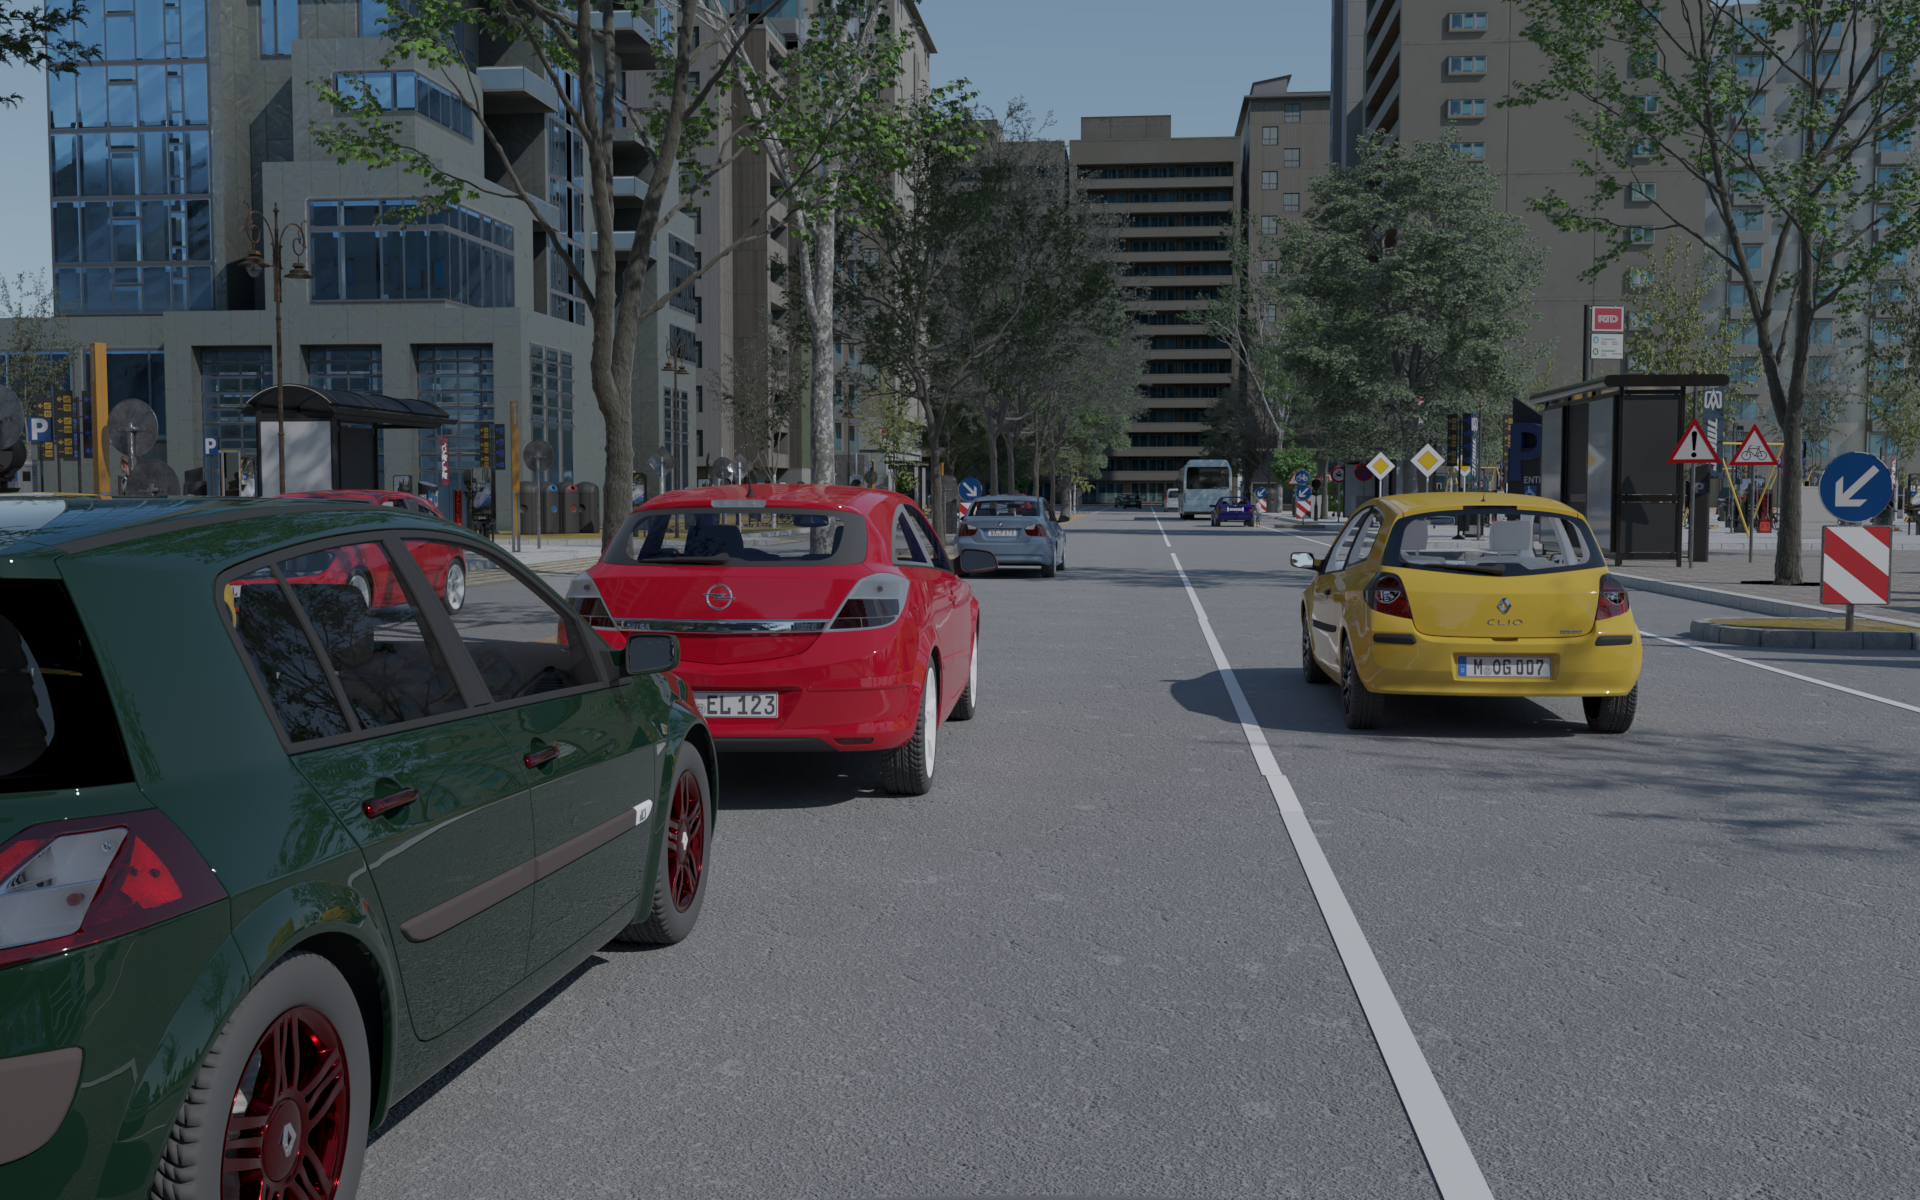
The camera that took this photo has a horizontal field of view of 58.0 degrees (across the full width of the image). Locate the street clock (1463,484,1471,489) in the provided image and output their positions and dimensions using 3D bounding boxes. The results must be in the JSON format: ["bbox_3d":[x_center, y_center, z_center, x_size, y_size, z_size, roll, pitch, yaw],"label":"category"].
[{"bbox_3d":[34.674,-6.968,118.493,0.471,2.002,0.358,-1,4,-9],"label":"street clock"}]

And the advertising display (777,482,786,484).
[{"bbox_3d":[-9.269,-5.197,90.182,0.123,1.923,0.974,1,4,16],"label":"advertising display"}]

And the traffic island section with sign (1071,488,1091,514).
[{"bbox_3d":[8.343,-7.043,123.293,2.006,1.907,1.989,0,4,6],"label":"traffic island section with sign"}]

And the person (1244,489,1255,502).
[{"bbox_3d":[26.431,-9.275,158.398,1.217,1.735,0.721,3,5,41],"label":"person"}]

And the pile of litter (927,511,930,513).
[{"bbox_3d":[-1.663,-6.278,116.607,1.176,0.858,1.719,1,4,17],"label":"pile of litter"}]

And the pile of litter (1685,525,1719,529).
[{"bbox_3d":[27.310,-3.045,63.753,1.176,0.858,1.719,2,4,27],"label":"pile of litter"}]

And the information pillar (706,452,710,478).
[{"bbox_3d":[-14.078,-6.449,96.788,0.183,3.616,0.504,0,4,5],"label":"information pillar"}]

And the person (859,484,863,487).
[{"bbox_3d":[-4.686,-4.641,82.281,0.694,1.780,0.624,-3,5,-39],"label":"person"}]

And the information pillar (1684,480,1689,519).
[{"bbox_3d":[38.082,-5.261,90.502,0.304,2.012,0.304,-2,4,-25],"label":"information pillar"}]

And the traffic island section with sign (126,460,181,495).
[{"bbox_3d":[-9.263,-0.648,19.216,1.989,1.847,2.006,0,4,6],"label":"traffic island section with sign"}]

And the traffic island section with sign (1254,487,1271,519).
[{"bbox_3d":[17.218,-5.589,100.003,1.989,1.847,2.006,0,4,6],"label":"traffic island section with sign"}]

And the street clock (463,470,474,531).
[{"bbox_3d":[-14.574,-2.871,51.514,0.358,2.002,0.471,0,4,5],"label":"street clock"}]

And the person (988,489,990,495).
[{"bbox_3d":[2.823,-10.032,170.579,0.721,1.766,1.217,1,4,12],"label":"person"}]

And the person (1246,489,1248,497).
[{"bbox_3d":[26.669,-9.387,160.437,0.541,1.710,0.530,-2,4,-34],"label":"person"}]

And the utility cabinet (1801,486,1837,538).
[{"bbox_3d":[24.578,-2.519,49.871,1.173,1.500,0.318,0,4,8],"label":"utility cabinet"}]

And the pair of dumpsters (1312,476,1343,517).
[{"bbox_3d":[20.299,-5.654,94.932,1.574,2.255,4.437,0,4,6],"label":"pair of dumpsters"}]

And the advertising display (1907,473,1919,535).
[{"bbox_3d":[29.948,-2.975,53.860,0.974,1.923,0.123,0,4,-5],"label":"advertising display"}]

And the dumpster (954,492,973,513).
[{"bbox_3d":[0.059,-6.148,108.741,1.865,1.857,1.264,0,4,7],"label":"dumpster"}]

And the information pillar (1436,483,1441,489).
[{"bbox_3d":[32.327,-6.887,117.099,0.304,2.012,0.304,0,4,-5],"label":"information pillar"}]

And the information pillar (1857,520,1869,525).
[{"bbox_3d":[34.013,-3.714,65.215,0.304,2.012,0.304,-1,4,-10],"label":"information pillar"}]

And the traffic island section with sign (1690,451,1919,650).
[{"bbox_3d":[8.322,-0.508,16.930,1.989,1.847,2.006,0,4,6],"label":"traffic island section with sign"}]

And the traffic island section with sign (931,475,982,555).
[{"bbox_3d":[-0.446,-2.023,41.215,2.006,1.907,1.989,0,4,6],"label":"traffic island section with sign"}]

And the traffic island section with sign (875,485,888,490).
[{"bbox_3d":[-3.371,-4.010,74.184,1.989,1.847,2.006,0,4,6],"label":"traffic island section with sign"}]

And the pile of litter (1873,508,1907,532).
[{"bbox_3d":[31.894,-2.808,59.869,1.176,0.858,1.719,0,4,-4],"label":"pile of litter"}]

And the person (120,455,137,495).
[{"bbox_3d":[-11.565,-1.120,24.269,0.656,1.842,0.836,0,4,2],"label":"person"}]

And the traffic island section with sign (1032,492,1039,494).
[{"bbox_3d":[7.830,-10.404,178.737,1.989,1.847,2.006,0,4,6],"label":"traffic island section with sign"}]

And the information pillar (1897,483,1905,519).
[{"bbox_3d":[49.146,-5.259,90.470,0.304,2.012,0.304,3,4,37],"label":"information pillar"}]

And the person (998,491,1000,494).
[{"bbox_3d":[3.765,-10.555,179.411,0.742,1.727,0.445,1,4,22],"label":"person"}]

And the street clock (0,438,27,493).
[{"bbox_3d":[-11.416,-0.987,20.702,0.471,2.002,0.358,1,4,11],"label":"street clock"}]

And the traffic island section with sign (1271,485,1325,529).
[{"bbox_3d":[14.317,-3.943,73.089,1.989,1.847,2.006,0,4,6],"label":"traffic island section with sign"}]

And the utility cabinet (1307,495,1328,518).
[{"bbox_3d":[18.497,-4.797,89.587,1.020,1.237,0.306,0,4,5],"label":"utility cabinet"}]

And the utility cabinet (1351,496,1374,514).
[{"bbox_3d":[15.871,-3.498,68.349,1.020,1.237,0.306,-2,4,-35],"label":"utility cabinet"}]

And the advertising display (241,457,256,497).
[{"bbox_3d":[-12.443,-1.515,29.977,0.123,1.923,0.974,0,4,2],"label":"advertising display"}]

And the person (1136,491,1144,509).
[{"bbox_3d":[17.462,-9.847,170.175,1.217,1.739,0.721,1,4,8],"label":"person"}]

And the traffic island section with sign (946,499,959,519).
[{"bbox_3d":[-0.475,-5.666,101.264,1.989,1.847,2.006,0,4,6],"label":"traffic island section with sign"}]

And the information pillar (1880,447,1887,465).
[{"bbox_3d":[45.855,-5.795,86.110,0.504,3.616,0.183,-2,4,-32],"label":"information pillar"}]

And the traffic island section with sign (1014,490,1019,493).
[{"bbox_3d":[4.885,-8.725,151.282,1.989,1.847,2.006,0,4,6],"label":"traffic island section with sign"}]

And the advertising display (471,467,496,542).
[{"bbox_3d":[-11.421,-2.222,41.536,0.123,1.923,0.974,-3,5,-44],"label":"advertising display"}]

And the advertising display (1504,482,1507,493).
[{"bbox_3d":[30.074,-5.505,95.224,0.123,1.923,0.974,2,4,29],"label":"advertising display"}]

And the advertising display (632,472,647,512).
[{"bbox_3d":[-9.799,-2.846,51.753,0.974,1.923,0.123,1,4,20],"label":"advertising display"}]

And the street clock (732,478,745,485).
[{"bbox_3d":[-9.015,-4.029,70.438,0.471,2.002,0.358,-2,4,-29],"label":"street clock"}]

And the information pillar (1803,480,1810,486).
[{"bbox_3d":[45.239,-5.389,92.594,0.304,2.012,0.304,2,4,24],"label":"information pillar"}]

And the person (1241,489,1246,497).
[{"bbox_3d":[32.405,-11.686,197.100,1.348,1.826,0.705,-2,4,-32],"label":"person"}]

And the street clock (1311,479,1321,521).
[{"bbox_3d":[16.973,-4.769,82.550,0.471,2.002,0.358,1,4,16],"label":"street clock"}]

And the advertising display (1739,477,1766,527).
[{"bbox_3d":[30.657,-3.782,67.049,0.974,1.923,0.123,3,5,40],"label":"advertising display"}]

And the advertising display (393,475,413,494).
[{"bbox_3d":[-18.756,-3.248,58.322,0.974,1.923,0.123,3,5,39],"label":"advertising display"}]

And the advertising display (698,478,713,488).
[{"bbox_3d":[-10.357,-3.987,70.401,0.123,1.923,0.974,-3,5,-40],"label":"advertising display"}]

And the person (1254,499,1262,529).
[{"bbox_3d":[12.052,-3.479,70.072,0.332,1.250,0.352,-1,4,-15],"label":"person"}]

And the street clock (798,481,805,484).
[{"bbox_3d":[-9.430,-5.979,102.322,0.358,2.002,0.471,-2,4,-24],"label":"street clock"}]

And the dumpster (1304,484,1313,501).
[{"bbox_3d":[20.109,-5.653,98.189,1.264,1.857,1.865,0,4,6],"label":"dumpster"}]
